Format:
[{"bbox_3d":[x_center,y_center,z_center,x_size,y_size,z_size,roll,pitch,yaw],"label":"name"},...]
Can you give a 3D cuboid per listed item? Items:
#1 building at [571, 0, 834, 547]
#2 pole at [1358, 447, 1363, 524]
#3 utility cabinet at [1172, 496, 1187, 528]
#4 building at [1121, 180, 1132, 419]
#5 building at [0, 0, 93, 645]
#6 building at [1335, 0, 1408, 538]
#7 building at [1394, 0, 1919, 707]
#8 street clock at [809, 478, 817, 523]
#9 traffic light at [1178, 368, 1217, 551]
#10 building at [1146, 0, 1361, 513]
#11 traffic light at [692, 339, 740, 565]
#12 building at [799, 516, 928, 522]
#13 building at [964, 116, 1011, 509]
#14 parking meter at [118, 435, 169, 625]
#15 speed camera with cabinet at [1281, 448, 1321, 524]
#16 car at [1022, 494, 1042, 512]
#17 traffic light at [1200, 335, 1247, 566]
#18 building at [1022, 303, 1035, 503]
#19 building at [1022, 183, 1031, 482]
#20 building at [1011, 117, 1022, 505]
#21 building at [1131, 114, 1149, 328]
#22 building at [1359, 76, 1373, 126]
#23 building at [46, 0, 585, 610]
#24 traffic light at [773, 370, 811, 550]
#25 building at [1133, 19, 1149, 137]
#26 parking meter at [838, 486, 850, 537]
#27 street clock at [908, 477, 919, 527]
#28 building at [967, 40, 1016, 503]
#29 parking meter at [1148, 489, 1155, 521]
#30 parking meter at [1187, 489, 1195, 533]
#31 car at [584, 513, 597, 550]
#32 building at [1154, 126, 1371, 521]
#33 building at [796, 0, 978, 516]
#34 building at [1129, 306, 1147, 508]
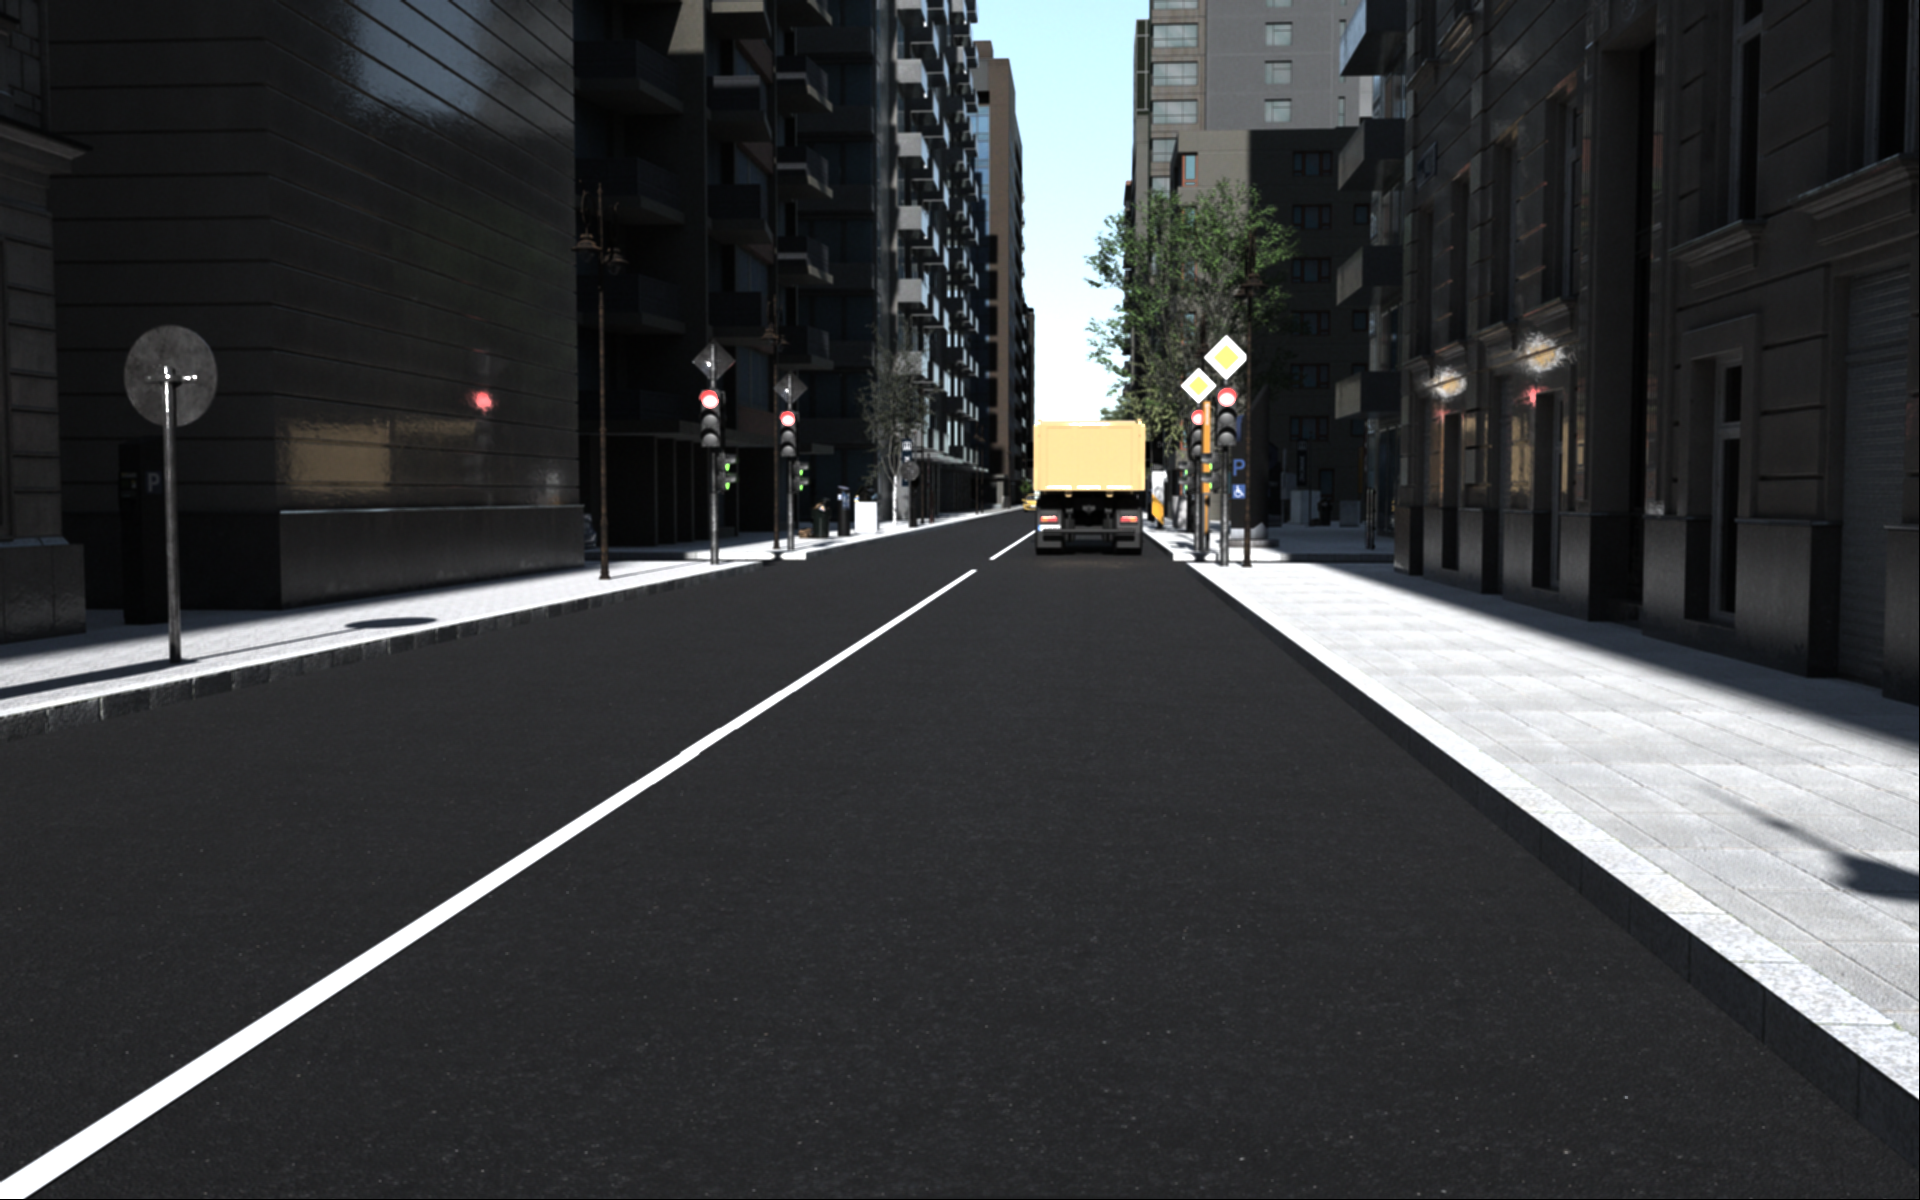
[{"bbox_3d":[-16.092,-24.440,54.215,22.147,44.769,28.867,0,4,4],"label":"building"},{"bbox_3d":[17.284,-4.950,74.780,0.158,3.312,0.155,0,3,0],"label":"pole"},{"bbox_3d":[8.490,-3.292,64.980,1.020,1.237,0.306,-1,4,-22],"label":"utility cabinet"},{"bbox_3d":[33.268,-35.587,236.475,22.147,44.769,28.867,0,4,4],"label":"building"},{"bbox_3d":[-13.451,-8.692,6.738,10.561,19.102,19.286,0,4,4],"label":"building"},{"bbox_3d":[26.749,-26.370,50.765,30.456,49.044,23.786,0,4,4],"label":"building"},{"bbox_3d":[11.876,-13.336,15.310,12.463,27.353,25.104,0,4,4],"label":"building"},{"bbox_3d":[-6.467,-4.383,76.230,0.358,2.002,0.471,0,4,4],"label":"street clock"},{"bbox_3d":[5.296,-3.044,38.694,0.839,4.253,0.868,0,4,4],"label":"traffic light"},{"bbox_3d":[20.351,-26.881,123.098,14.154,41.232,14.086,0,4,4],"label":"building"},{"bbox_3d":[-4.448,-2.599,31.410,0.839,4.253,0.868,0,4,4],"label":"traffic light"},{"bbox_3d":[-12.326,-28.862,91.498,23.786,49.044,30.456,0,4,4],"label":"building"},{"bbox_3d":[-11.757,-28.499,157.838,32.217,40.220,23.993,0,4,4],"label":"building"},{"bbox_3d":[-8.056,-0.695,17.082,0.255,1.863,0.399,1,4,17],"label":"parking meter"},{"bbox_3d":[15.557,-5.231,79.856,2.038,3.252,0.660,0,4,-5],"label":"speed camera with cabinet"},{"bbox_3d":[6.021,-7.913,139.603,2.015,1.641,3.980,0,4,5],"label":"car"},{"bbox_3d":[4.688,-2.557,30.732,0.839,4.253,0.868,0,4,4],"label":"traffic light"},{"bbox_3d":[3.913,-29.780,258.596,14.160,30.474,14.107,0,4,4],"label":"building"},{"bbox_3d":[-2.486,-37.690,235.835,23.786,49.044,30.456,0,4,4],"label":"building"},{"bbox_3d":[-3.543,-35.852,209.876,21.300,48.544,21.600,0,4,4],"label":"building"},{"bbox_3d":[31.778,-35.933,211.214,21.300,48.544,21.600,0,4,4],"label":"building"},{"bbox_3d":[29.682,-33.895,143.430,28.713,52.752,27.495,0,4,4],"label":"building"},{"bbox_3d":[-19.119,-13.925,24.941,25.104,27.353,12.463,0,4,4],"label":"building"},{"bbox_3d":[-3.840,-3.086,39.372,0.839,4.253,0.868,0,4,4],"label":"traffic light"},{"bbox_3d":[34.149,-50.282,260.366,20.563,71.187,20.611,0,4,4],"label":"building"},{"bbox_3d":[-3.513,-2.687,52.348,0.372,1.533,0.369,0,3,0],"label":"parking meter"},{"bbox_3d":[-1.783,-3.804,66.769,0.358,2.002,0.471,2,4,32],"label":"street clock"},{"bbox_3d":[-1.599,-32.166,176.026,14.600,45.320,14.200,0,4,4],"label":"building"},{"bbox_3d":[9.246,-4.600,83.616,0.372,1.533,0.369,0,3,0],"label":"parking meter"},{"bbox_3d":[7.677,-2.981,57.152,0.372,1.533,0.369,0,3,0],"label":"parking meter"},{"bbox_3d":[-9.905,-1.481,36.211,4.499,1.417,2.014,0,4,4],"label":"car"},{"bbox_3d":[25.248,-15.356,96.102,27.650,21.520,28.899,0,4,4],"label":"building"},{"bbox_3d":[-10.228,-31.229,130.200,23.786,49.044,30.456,0,4,4],"label":"building"},{"bbox_3d":[31.095,-20.046,172.783,27.650,21.520,28.899,0,4,4],"label":"building"}]
